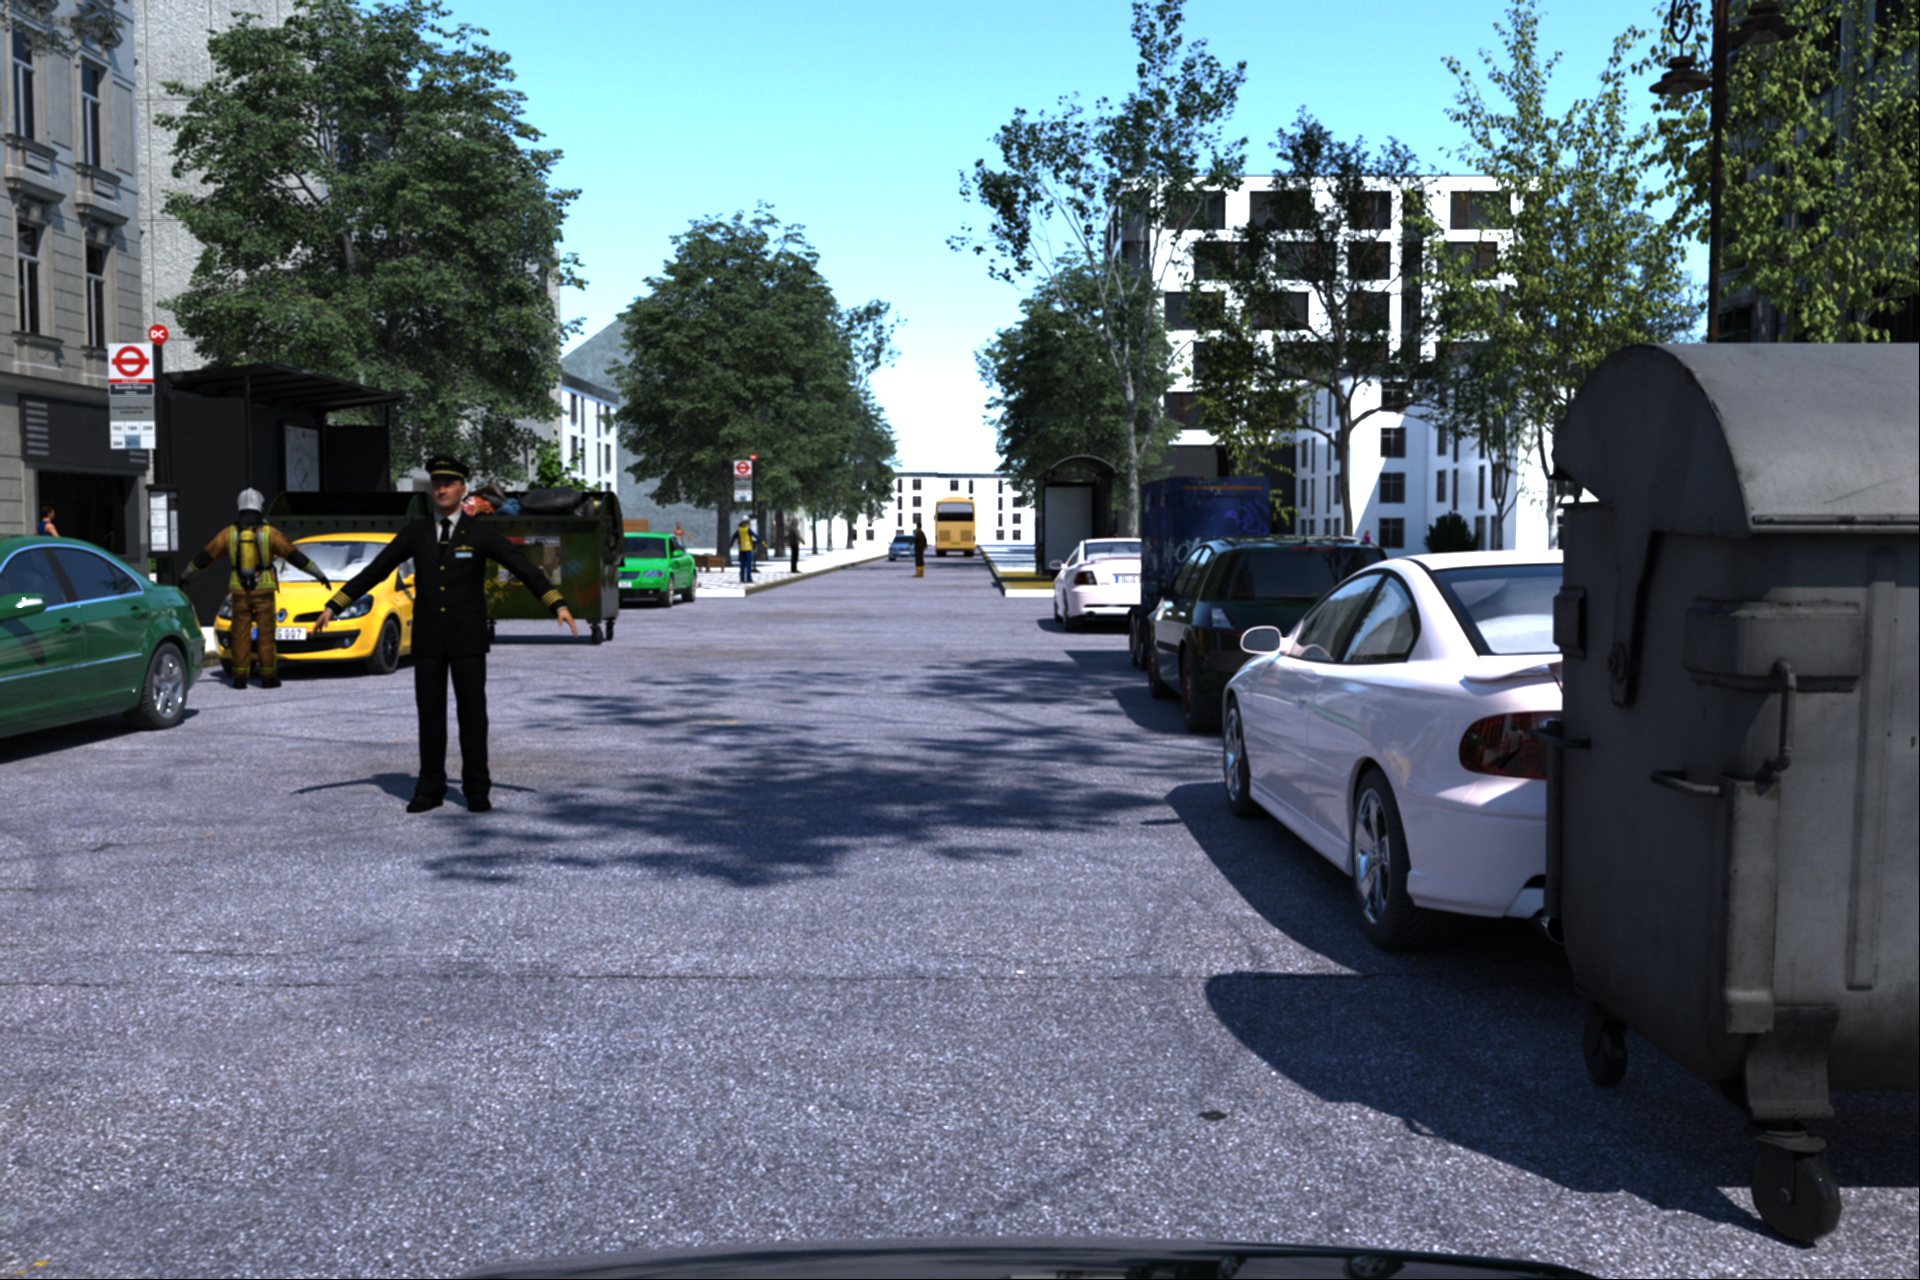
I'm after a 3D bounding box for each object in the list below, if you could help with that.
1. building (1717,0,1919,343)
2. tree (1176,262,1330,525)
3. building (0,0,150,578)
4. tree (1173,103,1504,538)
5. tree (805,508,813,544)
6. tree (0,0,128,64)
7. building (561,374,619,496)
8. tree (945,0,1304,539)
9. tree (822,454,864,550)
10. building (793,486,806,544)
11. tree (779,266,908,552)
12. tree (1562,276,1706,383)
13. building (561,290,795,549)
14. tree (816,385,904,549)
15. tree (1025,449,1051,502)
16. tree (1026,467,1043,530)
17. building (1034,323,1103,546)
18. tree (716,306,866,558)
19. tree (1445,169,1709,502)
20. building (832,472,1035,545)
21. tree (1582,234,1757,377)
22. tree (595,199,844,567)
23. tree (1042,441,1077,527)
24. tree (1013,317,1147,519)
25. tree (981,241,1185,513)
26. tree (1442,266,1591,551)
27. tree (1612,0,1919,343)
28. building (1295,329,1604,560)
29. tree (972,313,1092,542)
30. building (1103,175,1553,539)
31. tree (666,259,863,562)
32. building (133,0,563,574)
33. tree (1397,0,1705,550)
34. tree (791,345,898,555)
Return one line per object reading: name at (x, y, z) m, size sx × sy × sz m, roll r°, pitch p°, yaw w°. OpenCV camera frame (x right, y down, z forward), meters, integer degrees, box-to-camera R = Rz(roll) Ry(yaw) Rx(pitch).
building at (26.704, -13.071, 30.358) m, size 14.369 × 24.946 × 33.146 m, roll 0°, pitch 3°, yaw 0°
tree at (7.615, -5.891, 46.681) m, size 4.737 × 8.622 × 4.395 m, roll 0°, pitch 3°, yaw 0°
building at (-29.272, -15.226, 25.354) m, size 17.030 × 29.872 × 44.131 m, roll 0°, pitch 4°, yaw 1°
tree at (8.315, -6.336, 38.002) m, size 7.601 × 10.594 × 8.767 m, roll 1°, pitch 4°, yaw 21°
tree at (-20.048, -17.228, 232.037) m, size 4.737 × 8.622 × 4.395 m, roll 0°, pitch 3°, yaw 0°
tree at (-12.989, -6.394, 14.916) m, size 12.009 × 13.543 × 11.850 m, roll 0°, pitch 3°, yaw 0°
building at (-24.957, -9.882, 103.726) m, size 9.099 × 9.664 × 28.070 m, roll 0°, pitch 4°, yaw 0°
tree at (5.872, -12.602, 61.936) m, size 12.611 × 20.169 × 13.585 m, roll 0°, pitch 3°, yaw 0°
tree at (-9.265, -11.440, 137.402) m, size 4.360 × 8.622 × 3.978 m, roll 0°, pitch 3°, yaw 0°
building at (-28.663, -21.000, 209.800) m, size 16.747 × 18.905 × 31.486 m, roll 0°, pitch 4°, yaw 0°
tree at (-10.788, -16.418, 124.327) m, size 12.611 × 20.169 × 13.585 m, roll 0°, pitch 3°, yaw 0°
tree at (19.715, -6.107, 50.217) m, size 4.737 × 8.622 × 4.395 m, roll 0°, pitch 3°, yaw 0°
building at (-25.811, -20.252, 162.051) m, size 19.493 × 23.208 × 18.063 m, roll 0°, pitch 4°, yaw 1°
tree at (-9.377, -14.641, 146.035) m, size 9.857 × 13.997 × 8.962 m, roll 0°, pitch 3°, yaw 0°
tree at (6.456, -10.473, 121.589) m, size 4.737 × 8.622 × 4.395 m, roll 0°, pitch 3°, yaw 0°
tree at (6.339, -10.054, 114.753) m, size 4.360 × 8.622 × 3.978 m, roll 0°, pitch 3°, yaw 0°
building at (21.762, -20.814, 184.285) m, size 27.936 × 21.610 × 32.646 m, roll 0°, pitch 3°, yaw 0°
tree at (-9.721, -11.373, 92.603) m, size 9.857 × 13.997 × 8.962 m, roll 0°, pitch 3°, yaw 0°
tree at (21.094, -9.075, 58.751) m, size 12.009 × 13.543 × 11.850 m, roll 0°, pitch 3°, yaw 0°
building at (-3.517, -17.722, 234.366) m, size 28.070 × 9.664 × 9.099 m, roll 0°, pitch 4°, yaw -7°
tree at (16.659, -5.638, 42.539) m, size 4.360 × 8.622 × 3.978 m, roll 0°, pitch 3°, yaw 0°
tree at (-9.243, -9.783, 66.606) m, size 9.857 × 13.997 × 8.962 m, roll 0°, pitch 3°, yaw 0°
tree at (6.172, -9.378, 103.689) m, size 4.360 × 8.622 × 3.978 m, roll 0°, pitch 3°, yaw 0°
tree at (6.098, -10.571, 90.969) m, size 7.486 × 12.596 × 7.792 m, roll 0°, pitch 3°, yaw 0°
tree at (5.632, -10.426, 77.125) m, size 9.857 × 13.997 × 8.962 m, roll 0°, pitch 3°, yaw 0°
tree at (14.857, -5.947, 47.595) m, size 4.360 × 8.622 × 3.978 m, roll 0°, pitch 3°, yaw 0°
tree at (8.468, -4.095, 17.320) m, size 4.737 × 8.622 × 4.395 m, roll 0°, pitch 3°, yaw 0°
building at (23.575, -8.733, 84.940) m, size 9.099 × 9.664 × 28.070 m, roll 0°, pitch 3°, yaw 0°
tree at (8.306, -17.556, 142.931) m, size 12.611 × 20.169 × 13.585 m, roll 0°, pitch 3°, yaw 0°
building at (23.232, -16.588, 115.181) m, size 27.936 × 21.610 × 32.646 m, roll 0°, pitch 3°, yaw 0°
tree at (-9.146, -10.619, 80.273) m, size 9.857 × 13.997 × 8.962 m, roll 0°, pitch 3°, yaw 0°
building at (-28.596, -12.532, 71.350) m, size 16.747 × 18.905 × 31.486 m, roll 0°, pitch 4°, yaw 1°
tree at (8.135, -4.482, 23.644) m, size 4.737 × 8.622 × 4.395 m, roll 0°, pitch 3°, yaw 0°
tree at (-9.038, -11.973, 106.135) m, size 12.009 × 13.543 × 11.850 m, roll 0°, pitch 3°, yaw 0°
